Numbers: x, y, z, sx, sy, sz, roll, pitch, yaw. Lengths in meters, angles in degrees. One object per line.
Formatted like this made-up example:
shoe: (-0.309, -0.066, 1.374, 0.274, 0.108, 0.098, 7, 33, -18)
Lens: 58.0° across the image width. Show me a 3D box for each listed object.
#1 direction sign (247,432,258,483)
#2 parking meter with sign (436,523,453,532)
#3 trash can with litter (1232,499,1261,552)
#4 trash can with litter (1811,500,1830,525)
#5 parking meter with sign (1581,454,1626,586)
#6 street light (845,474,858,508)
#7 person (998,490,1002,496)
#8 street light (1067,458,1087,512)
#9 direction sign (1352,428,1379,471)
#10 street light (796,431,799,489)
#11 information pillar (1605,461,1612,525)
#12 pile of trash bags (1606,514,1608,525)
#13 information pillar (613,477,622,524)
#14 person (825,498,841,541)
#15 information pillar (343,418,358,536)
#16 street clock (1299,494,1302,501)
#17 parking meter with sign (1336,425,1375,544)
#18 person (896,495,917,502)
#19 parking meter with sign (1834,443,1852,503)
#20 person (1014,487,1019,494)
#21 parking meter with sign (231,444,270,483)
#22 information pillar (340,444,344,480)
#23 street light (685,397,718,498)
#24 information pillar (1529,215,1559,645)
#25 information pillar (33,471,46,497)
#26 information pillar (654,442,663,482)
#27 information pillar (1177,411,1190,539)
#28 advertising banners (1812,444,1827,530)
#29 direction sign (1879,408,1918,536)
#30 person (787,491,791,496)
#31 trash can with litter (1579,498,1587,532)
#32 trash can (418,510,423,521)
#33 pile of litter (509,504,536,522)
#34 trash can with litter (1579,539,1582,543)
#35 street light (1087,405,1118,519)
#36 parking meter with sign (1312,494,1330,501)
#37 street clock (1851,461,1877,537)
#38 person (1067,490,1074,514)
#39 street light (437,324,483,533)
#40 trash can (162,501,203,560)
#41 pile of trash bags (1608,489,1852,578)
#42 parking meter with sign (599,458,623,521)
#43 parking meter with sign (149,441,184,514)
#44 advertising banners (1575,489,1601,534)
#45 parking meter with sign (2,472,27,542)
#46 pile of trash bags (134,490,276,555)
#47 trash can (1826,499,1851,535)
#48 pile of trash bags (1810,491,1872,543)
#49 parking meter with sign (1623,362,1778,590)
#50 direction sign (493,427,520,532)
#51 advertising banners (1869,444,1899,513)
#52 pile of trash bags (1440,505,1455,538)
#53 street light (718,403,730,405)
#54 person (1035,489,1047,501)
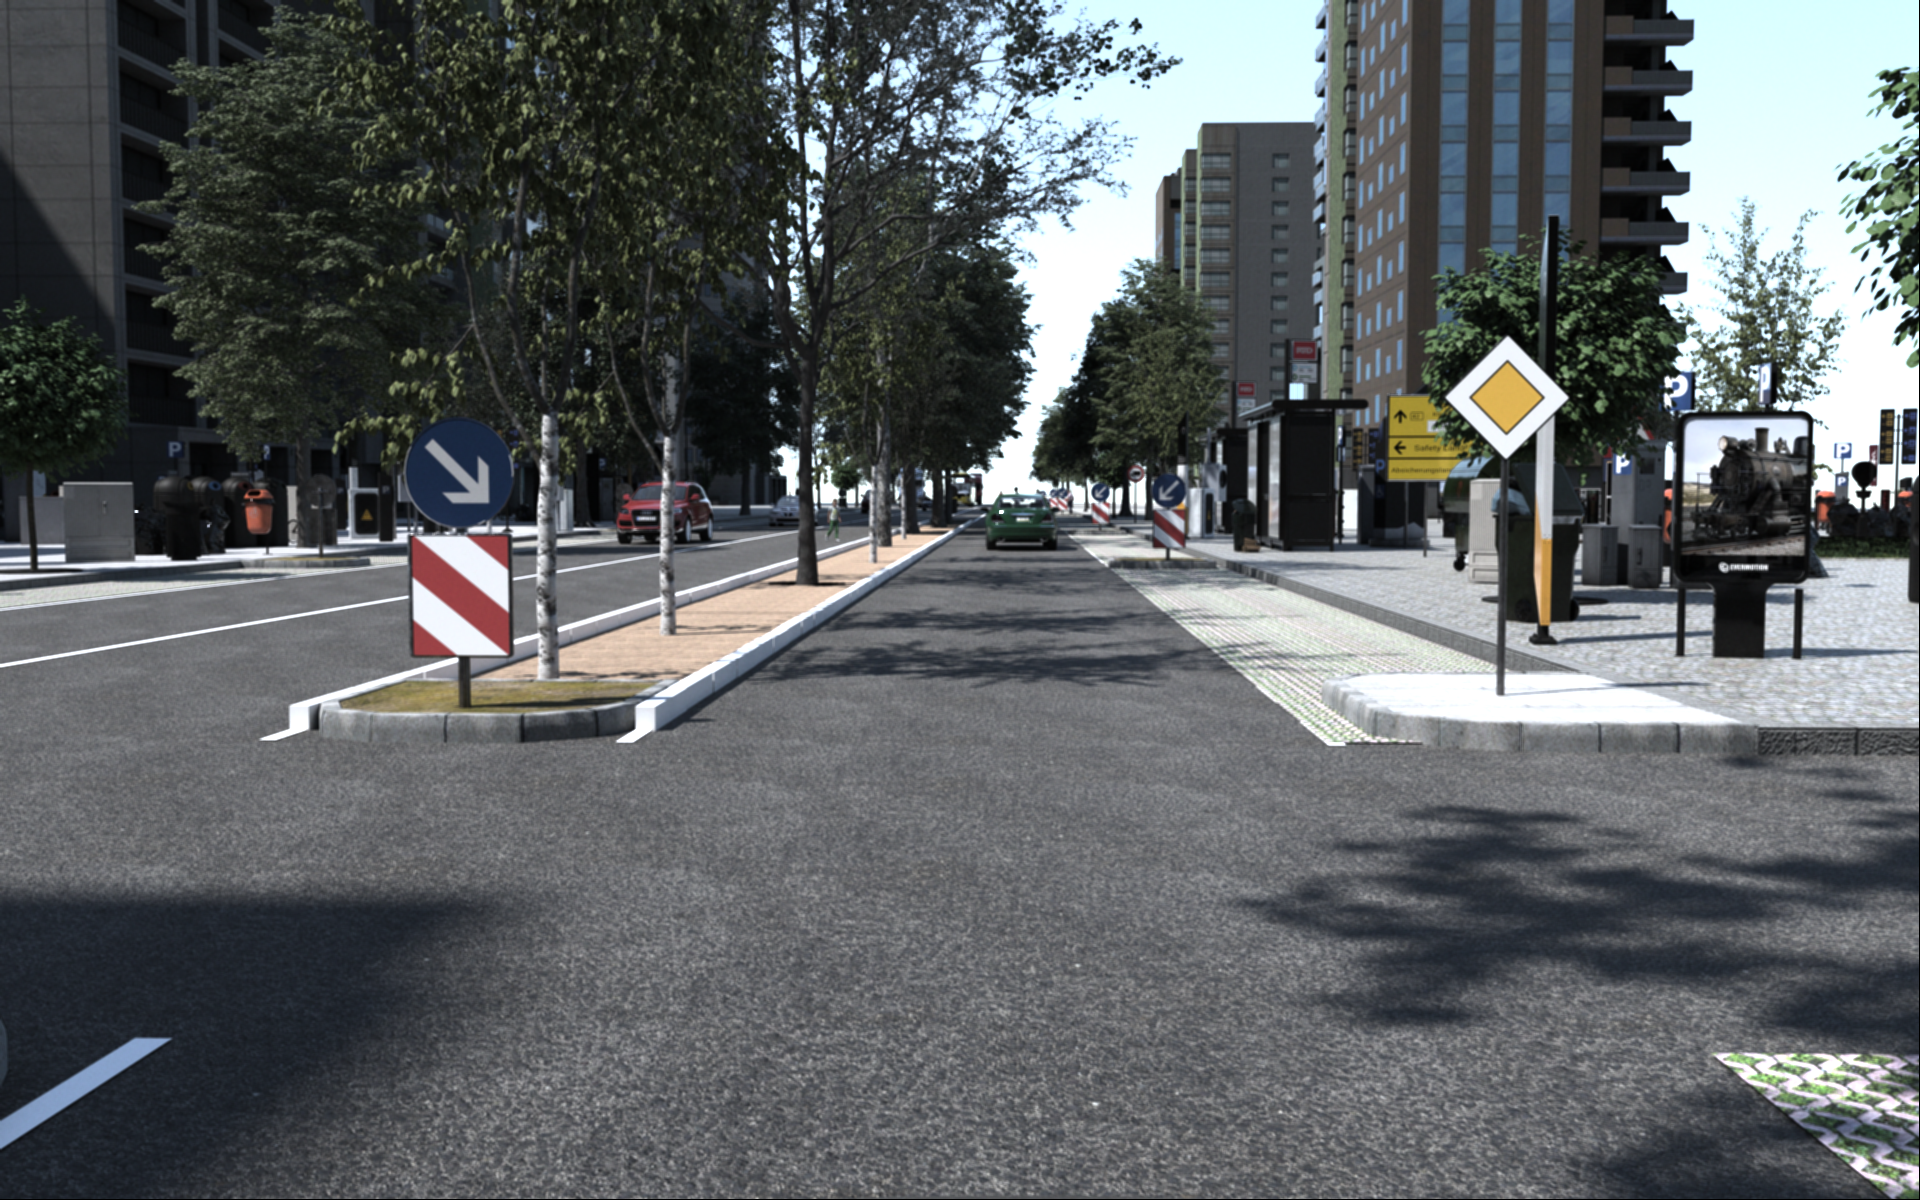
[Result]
direction sign: (-24.294, -4.129, 59.504, 0.379, 3.537, 0.876, 0, 4, -2)
parking meter with sign: (-17.769, -3.868, 59.507, 0.543, 3.016, 1.738, 0, 4, -3)
trash can with litter: (6.427, -1.654, 38.424, 0.624, 1.170, 1.055, -1, 4, -9)
trash can with litter: (34.028, -3.415, 66.900, 1.678, 1.210, 2.233, 3, 5, 43)
parking meter with sign: (9.581, -1.729, 24.536, 1.738, 3.016, 0.543, -2, 4, -30)
street light: (-9.992, -11.473, 160.130, 1.470, 5.913, 1.316, 0, 4, 2)
person: (4.404, -10.729, 183.851, 1.348, 1.831, 0.705, -3, 5, -44)
street light: (8.674, -9.437, 126.843, 1.470, 5.913, 1.316, 0, 4, 2)
direction sign: (13.977, -4.144, 59.753, 0.876, 3.537, 0.379, 1, 4, 17)
street light: (-11.222, -9.281, 124.287, 1.470, 5.913, 1.316, 0, 4, 2)
information pillar: (14.682, -2.098, 38.793, 0.304, 2.012, 0.304, -1, 4, -12)
pile of trash bags: (13.680, -1.392, 32.510, 1.912, 1.369, 3.447, -2, 4, -32)
information pillar: (-14.910, -4.340, 75.456, 0.304, 2.012, 0.304, -2, 4, -34)
person: (-3.840, -2.428, 52.448, 0.590, 1.304, 0.306, 3, 5, 45)
information pillar: (-18.766, -3.806, 53.576, 0.183, 3.616, 0.504, 0, 4, 3)
street clock: (10.399, -2.960, 52.963, 0.471, 2.002, 0.358, -1, 4, -18)
parking meter with sign: (10.558, -2.935, 44.253, 1.738, 3.016, 0.543, 0, 4, -1)
person: (-3.204, -5.772, 102.891, 1.348, 1.821, 0.705, 1, 4, 16)
parking meter with sign: (29.475, -3.773, 57.944, 0.543, 3.016, 1.738, 2, 4, 28)
person: (2.710, -4.587, 83.841, 0.374, 1.781, 0.599, 1, 4, 17)
parking meter with sign: (-25.250, -3.961, 61.016, 1.738, 3.016, 0.543, 0, 4, 2)
information pillar: (-26.002, -5.001, 73.115, 0.504, 3.616, 0.183, 3, 5, 44)
street light: (-12.579, -6.760, 83.059, 1.470, 5.913, 1.316, 0, 4, 2)
information pillar: (5.024, -1.437, 14.856, 0.183, 3.616, 0.504, 1, 4, 11)
information pillar: (-30.534, -4.033, 57.294, 0.183, 3.616, 0.504, 3, 5, 41)
information pillar: (-13.553, -5.290, 77.846, 0.504, 3.616, 0.183, 3, 4, 36)
information pillar: (6.323, -3.531, 49.079, 0.183, 3.616, 0.504, -2, 4, -23)
advertising banners: (30.438, -3.989, 61.404, 0.090, 3.025, 2.074, 3, 5, 43)
direction sign: (24.834, -3.297, 45.910, 0.876, 3.537, 0.379, 3, 4, 36)
person: (-16.426, -9.585, 165.748, 0.750, 1.759, 0.617, 1, 4, 22)
trash can with litter: (19.817, -2.736, 56.122, 0.624, 1.170, 1.055, -2, 4, -31)
trash can: (-25.662, -4.326, 82.390, 0.748, 1.137, 0.748, 0, 3, 0)
pile of litter: (-20.202, -4.073, 80.560, 1.719, 0.858, 1.176, 1, 4, 12)
trash can with litter: (15.402, -2.089, 45.208, 2.233, 1.210, 1.678, 0, 4, -3)
street light: (7.535, -7.221, 90.611, 1.470, 5.913, 1.316, 0, 4, 2)
parking meter with sign: (13.402, -4.170, 64.438, 1.738, 3.016, 0.543, 3, 5, 40)
street clock: (19.964, -2.062, 38.284, 0.471, 2.002, 0.358, 1, 4, 12)
person: (7.148, -6.335, 113.023, 0.756, 1.711, 0.436, -3, 5, -44)
street light: (-13.745, -4.586, 47.523, 1.470, 5.913, 1.316, 0, 4, 2)
trash can: (-15.084, -1.344, 33.633, 0.748, 1.137, 0.748, 0, 3, 0)
pile of trash bags: (12.182, -1.096, 27.667, 1.912, 1.369, 3.447, -1, 4, -9)
parking meter with sign: (-16.741, -5.221, 81.624, 0.543, 3.016, 1.738, 3, 5, 44)
parking meter with sign: (-25.793, -3.670, 56.260, 0.543, 3.016, 1.738, 0, 4, -2)
advertising banners: (18.825, -3.479, 53.063, 2.074, 3.025, 0.090, -1, 4, -22)
parking meter with sign: (-25.136, -3.054, 46.202, 1.738, 3.016, 0.543, -2, 4, -28)
pile of trash bags: (-16.111, -1.652, 36.767, 3.447, 1.369, 1.912, 1, 4, 12)
trash can: (27.007, -2.547, 53.295, 0.748, 1.137, 0.748, 0, 3, 0)
pile of trash bags: (25.417, -2.404, 49.051, 1.912, 1.369, 3.447, -1, 4, -10)
parking meter with sign: (9.967, -1.655, 23.318, 1.738, 3.016, 0.543, 1, 4, 9)
direction sign: (-15.224, -4.047, 58.162, 0.876, 3.537, 0.379, 0, 4, 2)
advertising banners: (32.383, -3.937, 60.556, 0.090, 3.025, 2.074, 0, 4, -5)
pile of trash bags: (15.113, -2.532, 51.149, 1.912, 1.369, 3.447, 0, 4, -5)
street light: (-12.385, -7.074, 88.204, 1.470, 5.913, 1.316, 0, 4, 2)
person: (5.413, -6.864, 120.808, 1.350, 1.814, 0.705, 0, 4, 1)
